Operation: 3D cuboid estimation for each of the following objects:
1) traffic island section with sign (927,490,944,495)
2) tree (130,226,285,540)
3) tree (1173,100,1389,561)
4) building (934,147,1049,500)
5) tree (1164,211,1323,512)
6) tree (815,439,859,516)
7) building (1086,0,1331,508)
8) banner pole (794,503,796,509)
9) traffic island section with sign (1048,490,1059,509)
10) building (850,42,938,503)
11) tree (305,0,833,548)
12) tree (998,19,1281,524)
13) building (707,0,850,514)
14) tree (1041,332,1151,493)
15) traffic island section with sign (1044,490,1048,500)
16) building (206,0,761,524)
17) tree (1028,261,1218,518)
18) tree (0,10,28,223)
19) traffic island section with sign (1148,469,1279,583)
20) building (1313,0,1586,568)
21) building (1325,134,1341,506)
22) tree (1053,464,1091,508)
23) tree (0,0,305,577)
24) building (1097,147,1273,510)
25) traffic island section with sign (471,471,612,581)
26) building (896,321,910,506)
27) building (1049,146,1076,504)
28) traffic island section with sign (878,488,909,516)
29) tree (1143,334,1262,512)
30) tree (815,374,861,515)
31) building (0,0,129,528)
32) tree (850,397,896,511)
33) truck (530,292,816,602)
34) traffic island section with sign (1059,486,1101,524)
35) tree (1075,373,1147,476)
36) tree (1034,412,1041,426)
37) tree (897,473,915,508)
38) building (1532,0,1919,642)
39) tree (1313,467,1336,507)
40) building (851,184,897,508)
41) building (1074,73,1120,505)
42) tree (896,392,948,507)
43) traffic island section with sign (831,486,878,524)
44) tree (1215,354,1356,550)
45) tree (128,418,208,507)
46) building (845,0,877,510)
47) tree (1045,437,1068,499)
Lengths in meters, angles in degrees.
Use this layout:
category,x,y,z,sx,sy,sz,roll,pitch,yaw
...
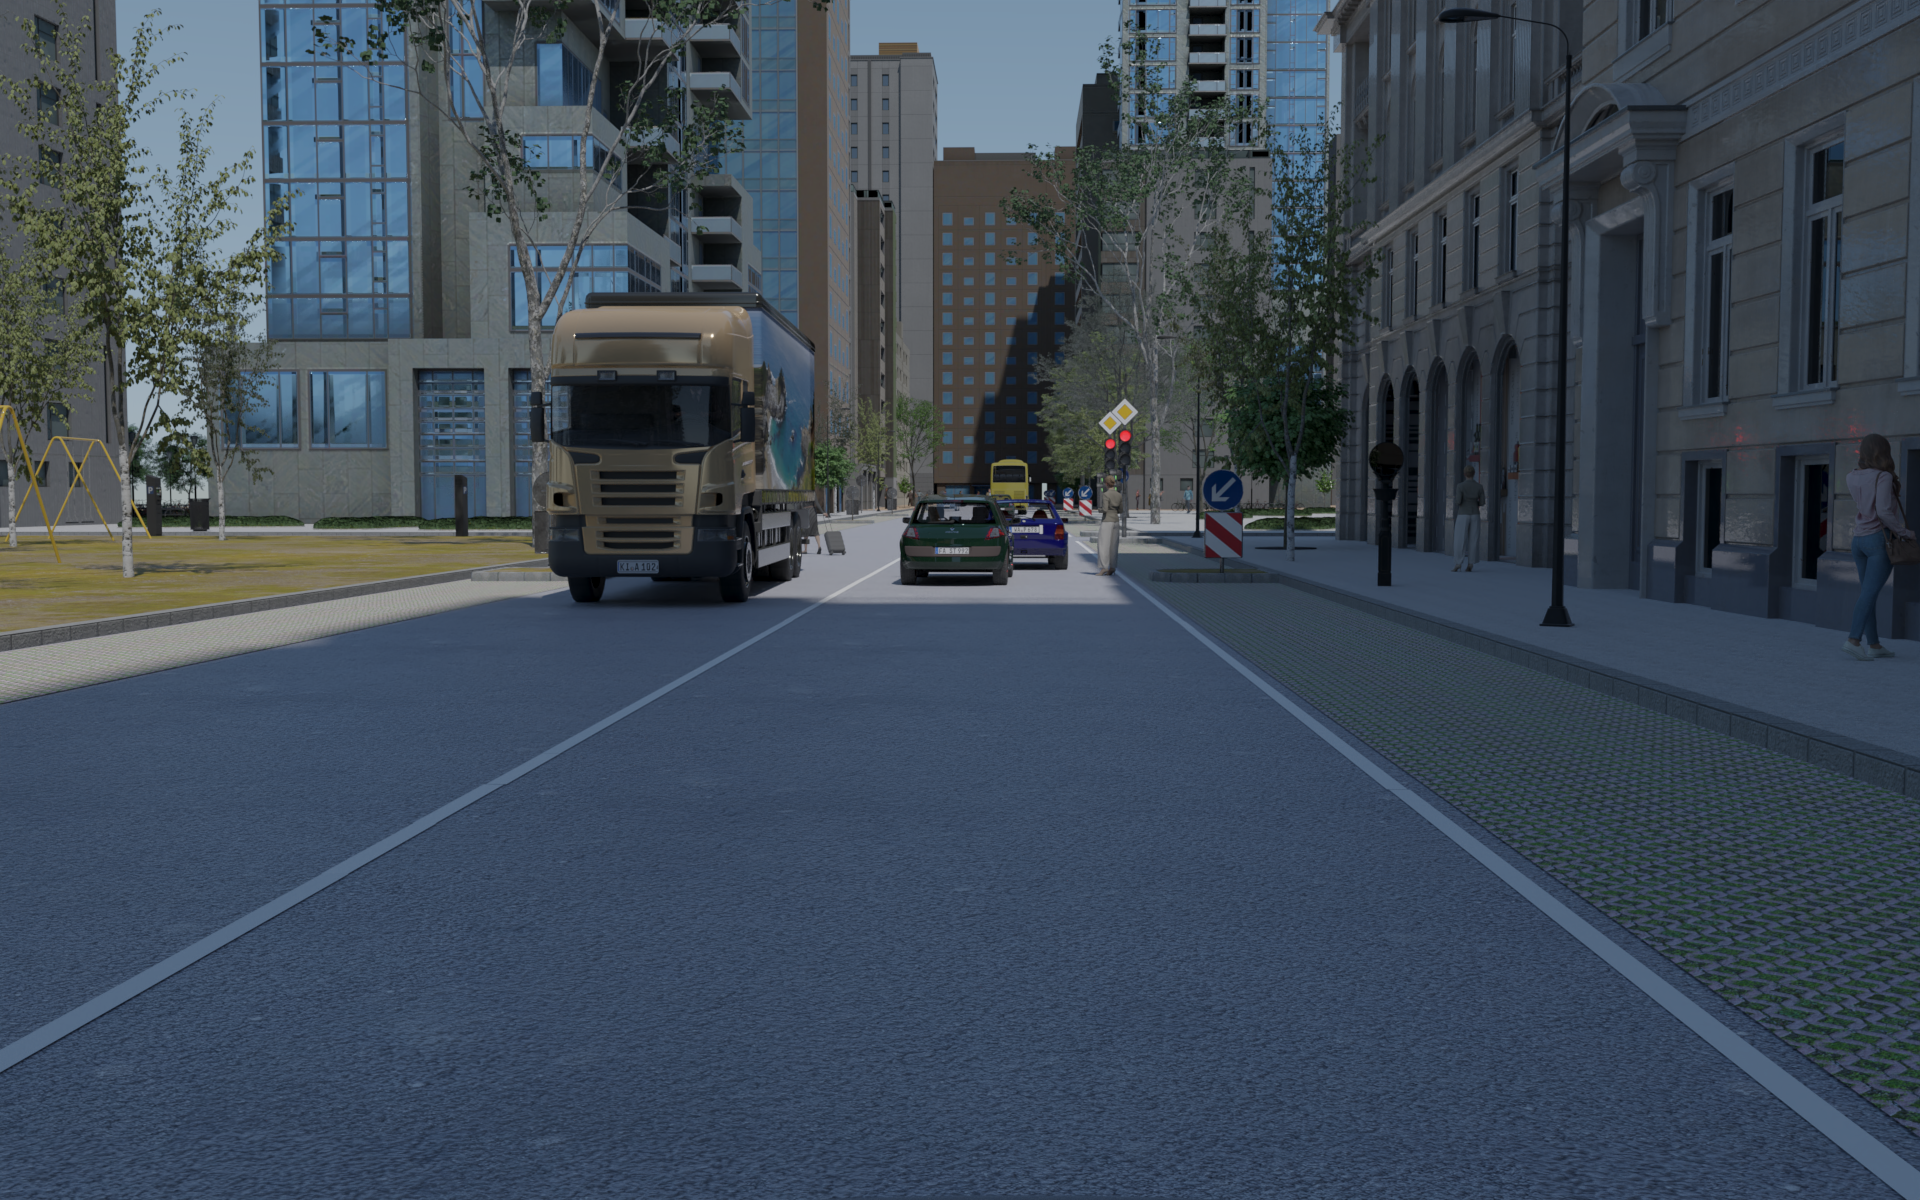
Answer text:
category,x,y,z,sx,sy,sz,roll,pitch,yaw
traffic island section with sign,-2.716,-9.329,161.158,1.989,1.847,2.006,0,4,2
tree,-20.399,-5.939,47.458,4.360,8.622,3.978,0,3,0
tree,6.289,-5.061,33.111,4.737,8.622,4.395,0,3,0
building,4.010,-35.249,226.435,14.200,45.320,14.600,0,4,2
tree,7.270,-5.787,44.974,4.360,8.622,3.978,0,3,0
tree,-7.574,-7.156,100.719,4.285,4.588,4.351,0,3,0
building,24.280,-52.368,168.880,22.319,86.520,31.000,0,4,2
banner pole,-7.328,-5.296,76.603,0.401,3.779,0.863,0,4,4
traffic island section with sign,6.803,-6.258,110.939,1.989,1.847,2.006,0,4,2
building,-17.113,-42.086,230.112,28.212,58.520,21.231,0,4,2
tree,-9.102,-11.251,39.840,12.611,20.169,13.585,0,3,0
tree,7.073,-13.231,72.209,12.611,20.169,13.585,0,3,0
building,-15.042,-28.531,116.593,14.600,45.320,14.200,0,4,2
tree,10.094,-12.407,120.979,7.486,12.596,7.792,0,3,0
traffic island section with sign,8.414,-9.322,161.045,1.989,1.847,2.006,0,4,2
building,-21.357,-47.236,84.979,22.319,86.520,31.000,0,4,2
tree,8.771,-11.134,92.404,12.009,13.543,11.850,0,3,0
tree,-13.476,-4.281,20.363,4.360,8.622,3.978,0,3,0
traffic island section with sign,4.154,-1.225,28.661,1.989,1.847,2.006,0,4,2
building,16.047,-11.900,36.371,13.314,21.916,24.055,0,4,2
building,48.724,-31.543,199.314,14.086,41.232,14.154,0,4,2
tree,10.762,-11.343,169.166,4.285,4.588,4.351,0,3,0
tree,-12.595,-4.653,26.443,4.737,8.622,4.395,0,3,0
building,18.752,-23.030,148.245,14.160,30.474,14.107,0,4,2
traffic island section with sign,-6.965,-1.256,29.161,1.989,1.847,2.006,0,4,2
building,-20.926,-21.438,195.557,28.899,21.520,27.650,0,4,2
building,18.201,-35.217,225.903,14.200,45.320,14.600,0,4,2
traffic island section with sign,-4.310,-6.285,111.383,1.989,1.847,2.006,0,4,2
tree,15.313,-11.226,109.307,9.928,11.665,9.643,0,3,0
tree,-7.793,-9.550,106.509,4.360,8.622,3.978,0,3,0
building,-43.114,-18.108,67.770,14.107,30.474,14.160,0,4,2
tree,-6.635,-11.019,130.529,4.737,8.622,4.395,0,3,0
truck,-3.946,-2.291,26.369,2.839,4.237,11.283,0,4,1
traffic island section with sign,5.920,-4.590,83.676,1.989,1.847,2.006,0,4,2
tree,9.122,-9.375,103.647,4.737,8.622,4.395,0,3,0
tree,9.716,-13.314,135.807,7.486,12.596,7.792,0,3,0
tree,-4.983,-10.082,159.449,1.663,3.219,1.824,0,3,0
building,14.424,-13.932,13.687,13.634,28.700,20.117,0,4,2
tree,25.652,-7.797,122.086,1.663,3.219,1.824,0,3,0
building,-13.464,-23.978,163.740,14.160,30.474,14.107,0,4,2
building,24.083,-35.022,196.310,21.300,48.544,21.600,0,4,2
tree,-4.806,-15.324,176.309,9.928,11.665,9.643,0,3,0
traffic island section with sign,-5.192,-4.627,84.282,1.989,1.847,2.006,0,4,2
tree,7.549,-3.465,40.361,4.285,4.588,4.351,0,3,0
tree,-61.603,-9.849,123.929,11.467,7.101,20.602,0,4,4
building,-17.598,-43.244,145.295,20.563,71.187,20.611,0,4,2
tree,10.695,-13.755,175.262,4.360,8.622,3.978,0,3,0
